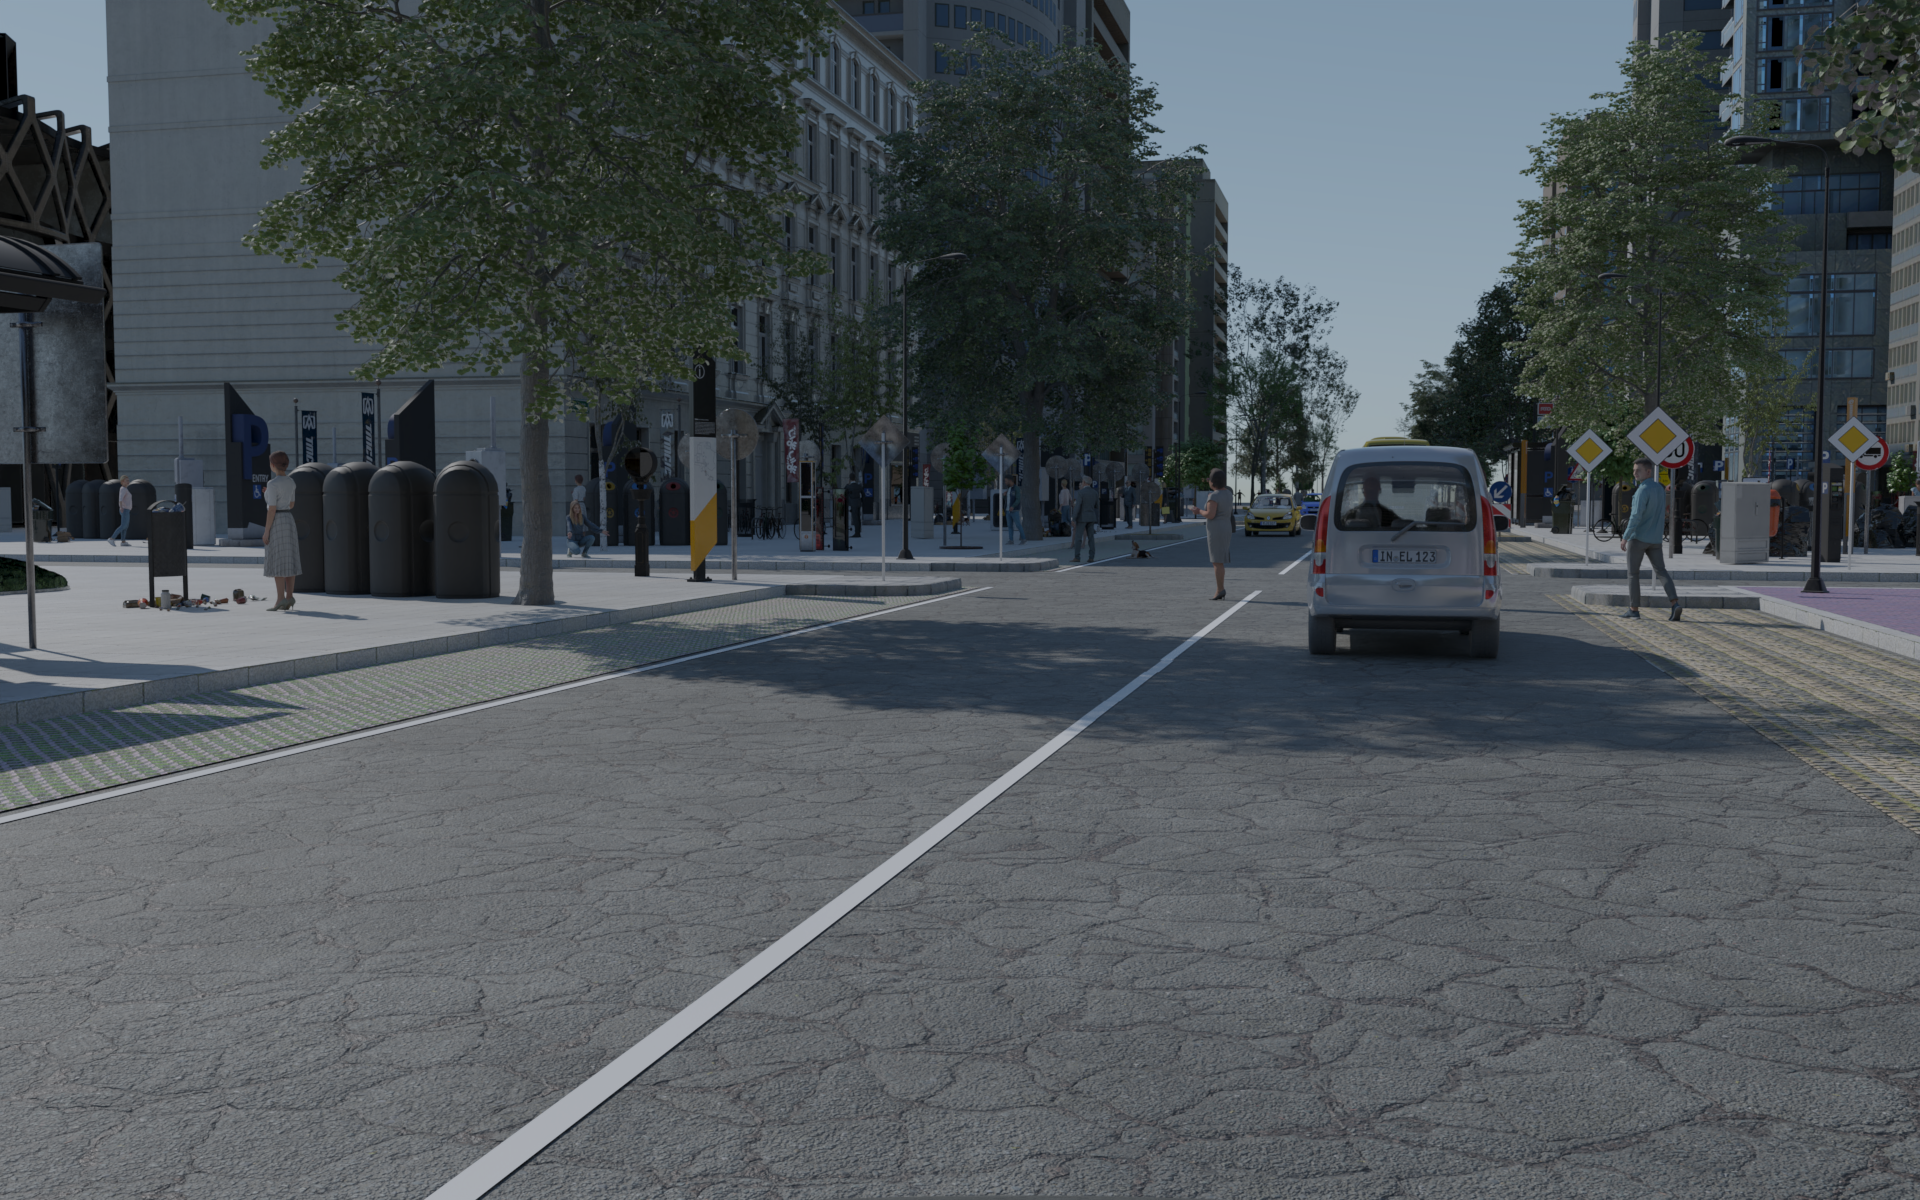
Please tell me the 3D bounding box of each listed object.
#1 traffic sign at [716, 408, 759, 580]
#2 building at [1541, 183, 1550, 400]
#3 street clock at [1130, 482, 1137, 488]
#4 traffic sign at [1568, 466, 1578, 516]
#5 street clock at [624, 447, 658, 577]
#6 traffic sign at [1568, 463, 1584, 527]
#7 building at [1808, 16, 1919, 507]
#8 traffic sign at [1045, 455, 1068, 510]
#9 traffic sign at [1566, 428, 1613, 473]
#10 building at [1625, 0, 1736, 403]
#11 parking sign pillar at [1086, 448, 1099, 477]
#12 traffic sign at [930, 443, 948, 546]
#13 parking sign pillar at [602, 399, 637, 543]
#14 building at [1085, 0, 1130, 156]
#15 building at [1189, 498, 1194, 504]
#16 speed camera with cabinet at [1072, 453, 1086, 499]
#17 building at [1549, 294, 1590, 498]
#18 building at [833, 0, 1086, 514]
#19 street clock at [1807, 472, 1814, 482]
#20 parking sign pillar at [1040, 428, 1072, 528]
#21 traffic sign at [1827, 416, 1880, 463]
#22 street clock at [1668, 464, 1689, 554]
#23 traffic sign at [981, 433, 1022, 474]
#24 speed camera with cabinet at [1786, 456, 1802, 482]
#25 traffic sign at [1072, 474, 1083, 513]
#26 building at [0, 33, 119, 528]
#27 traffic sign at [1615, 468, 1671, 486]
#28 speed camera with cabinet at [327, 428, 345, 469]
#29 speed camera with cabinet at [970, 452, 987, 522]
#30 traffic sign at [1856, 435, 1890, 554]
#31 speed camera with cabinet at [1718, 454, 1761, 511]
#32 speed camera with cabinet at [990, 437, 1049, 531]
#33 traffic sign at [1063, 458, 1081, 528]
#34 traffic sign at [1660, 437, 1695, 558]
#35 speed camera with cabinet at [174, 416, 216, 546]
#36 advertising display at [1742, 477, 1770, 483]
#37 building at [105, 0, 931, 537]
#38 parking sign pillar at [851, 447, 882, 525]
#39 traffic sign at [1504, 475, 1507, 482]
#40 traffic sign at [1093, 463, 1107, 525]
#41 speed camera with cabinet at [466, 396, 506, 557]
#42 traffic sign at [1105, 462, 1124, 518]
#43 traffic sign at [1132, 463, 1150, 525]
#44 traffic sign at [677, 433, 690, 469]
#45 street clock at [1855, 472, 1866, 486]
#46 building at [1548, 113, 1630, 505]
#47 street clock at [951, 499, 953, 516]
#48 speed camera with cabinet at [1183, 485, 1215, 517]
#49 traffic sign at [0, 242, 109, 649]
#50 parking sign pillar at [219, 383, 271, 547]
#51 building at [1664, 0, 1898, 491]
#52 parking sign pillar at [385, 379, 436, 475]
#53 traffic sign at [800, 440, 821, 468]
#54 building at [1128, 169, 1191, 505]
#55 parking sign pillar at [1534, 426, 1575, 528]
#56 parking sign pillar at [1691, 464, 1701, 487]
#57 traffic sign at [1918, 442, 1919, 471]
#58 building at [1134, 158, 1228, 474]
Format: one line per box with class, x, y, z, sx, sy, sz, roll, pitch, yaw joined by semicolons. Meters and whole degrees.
traffic sign;-3.371;-1.572;25.811;0.768;2.556;0.104;1;4;15
building;85.301;-35.544;231.260;14.600;45.320;14.200;1;4;14
street clock;10.074;-5.910;101.200;0.471;2.002;0.358;0;4;5
traffic sign;28.130;-4.854;79.467;0.768;2.556;0.104;1;4;20
street clock;-4.952;-1.367;26.925;0.471;2.002;0.358;1;4;9
traffic sign;23.937;-4.097;66.990;0.884;2.594;0.081;2;4;23
building;60.117;-23.938;83.268;32.217;40.220;23.993;1;4;14
traffic sign;3.182;-3.492;57.203;0.768;2.556;0.104;1;4;16
traffic sign;11.155;-1.743;30.693;0.795;2.593;0.064;1;4;14
building;66.576;-36.760;143.027;21.231;58.520;28.212;1;4;14
parking sign pillar;7.875;-6.948;102.067;1.447;3.967;1.447;2;4;30
traffic sign;-0.376;-2.618;42.914;0.768;2.556;0.104;1;4;15
parking sign pillar;-8.996;-3.507;45.804;1.447;3.967;1.447;1;4;13
building;2.626;-32.249;150.977;21.300;48.544;21.600;1;4;14
building;17.161;-33.152;233.911;32.217;40.220;23.993;1;4;14
speed camera with cabinet;5.101;-5.440;83.284;2.038;3.252;0.660;2;4;29
building;88.300;-29.000;245.843;14.160;30.474;14.107;1;4;14
building;-3.675;-35.698;125.658;21.231;58.520;28.212;1;4;14
street clock;27.969;-3.202;56.925;0.358;2.002;0.471;1;4;21
parking sign pillar;3.564;-4.736;65.907;1.447;3.967;1.447;1;4;15
traffic sign;15.057;-1.802;29.203;0.795;2.593;0.064;1;4;20
street clock;15.358;-1.988;37.076;0.358;2.002;0.471;0;4;-6
traffic sign;0.776;-1.901;33.267;0.795;2.593;0.064;1;4;14
speed camera with cabinet;44.108;-5.922;91.156;0.660;3.252;2.038;3;5;44
traffic sign;4.685;-4.377;71.562;0.884;2.594;0.081;1;4;16
building;-42.038;-12.147;66.051;16.811;18.784;16.820;1;4;14
traffic sign;25.237;-4.259;63.514;2.265;3.308;0.079;1;4;22
speed camera with cabinet;-17.918;-3.507;51.670;2.038;3.252;0.660;1;4;13
speed camera with cabinet;1.473;-5.150;78.539;2.038;3.252;0.660;1;4;19
traffic sign;19.407;-2.258;37.026;0.768;2.556;0.104;1;4;16
speed camera with cabinet;38.941;-5.627;86.335;2.038;3.252;0.660;2;4;28
speed camera with cabinet;2.056;-4.022;60.088;2.038;3.252;0.660;2;4;31
traffic sign;3.898;-3.735;61.177;0.768;2.556;0.104;1;4;18
traffic sign;14.190;-2.103;34.495;0.768;2.556;0.104;1;4;20
speed camera with cabinet;-19.261;-3.013;43.605;0.660;3.252;2.038;-2;4;-33
advertising display;30.017;-3.680;65.381;0.974;1.923;0.123;3;4;38
building;-14.430;-18.206;74.085;17.030;29.872;44.131;1;4;14
parking sign pillar;-3.808;-5.067;71.322;1.447;3.967;1.447;0;4;-6
traffic sign;32.805;-6.304;103.178;0.768;2.556;0.104;1;4;22
traffic sign;5.724;-4.354;71.293;0.768;2.556;0.104;1;4;22
speed camera with cabinet;-10.082;-2.522;35.575;0.660;3.252;2.038;-3;5;-43
traffic sign;6.062;-4.150;67.956;0.768;2.556;0.104;1;4;17
traffic sign;7.408;-4.349;71.219;0.768;2.556;0.104;2;4;24
traffic sign;-5.459;-2.170;35.579;0.768;2.556;0.104;1;4;15
street clock;30.235;-3.280;58.197;0.471;2.002;0.358;-1;4;-13
building;77.575;-33.826;203.170;14.600;45.320;14.200;1;4;14
street clock;-0.469;-5.860;100.383;0.358;2.002;0.471;0;4;3
speed camera with cabinet;13.426;-6.285;97.088;0.660;3.252;2.038;-3;4;-36
traffic sign;-8.010;-1.255;14.401;2.265;3.308;0.079;1;4;18
parking sign pillar;-17.472;-3.308;42.552;1.447;3.967;1.447;1;4;10
building;59.290;-48.982;113.530;22.319;86.520;31.000;1;4;14
parking sign pillar;-12.752;-3.165;40.215;1.447;3.967;1.447;1;4;21
traffic sign;-3.637;-2.482;40.685;0.768;2.556;0.104;1;4;21
building;20.568;-32.408;213.470;14.154;41.232;14.086;1;4;14
parking sign pillar;22.489;-4.705;65.391;1.447;3.967;1.447;3;5;41
parking sign pillar;30.577;-5.180;73.169;1.447;3.967;1.447;-1;4;-11
traffic sign;18.720;-1.908;33.319;0.606;2.300;0.079;1;4;16
building;27.594;-38.583;254.525;21.300;48.544;21.600;1;4;14
